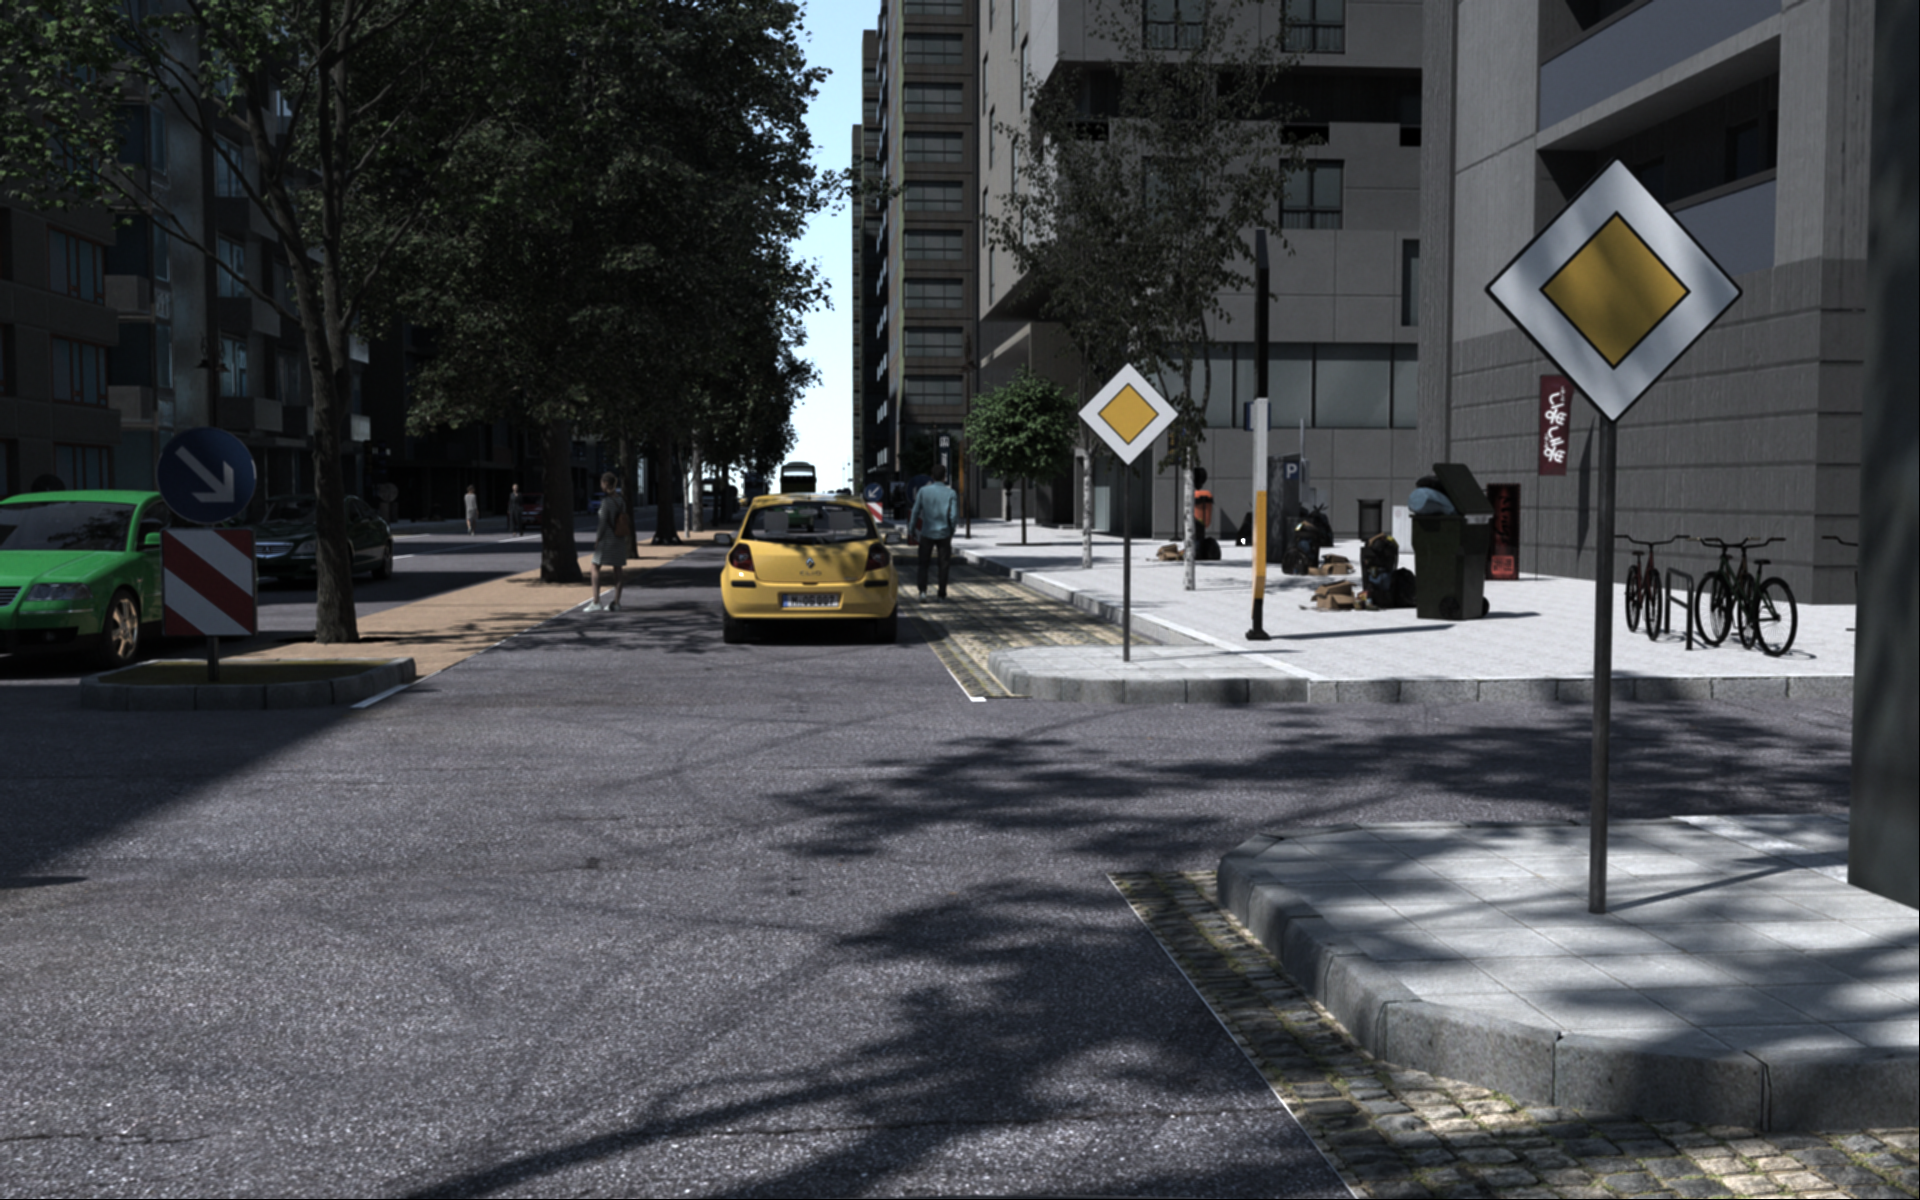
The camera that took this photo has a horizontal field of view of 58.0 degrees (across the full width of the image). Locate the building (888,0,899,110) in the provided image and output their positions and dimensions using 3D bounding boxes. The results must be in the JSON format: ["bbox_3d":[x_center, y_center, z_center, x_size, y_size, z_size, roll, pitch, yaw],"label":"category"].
[{"bbox_3d":[2.570,-28.262,112.200,14.600,45.320,14.200,0,4,-5],"label":"building"}]

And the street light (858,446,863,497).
[{"bbox_3d":[-9.438,-11.685,163.838,0.468,5.910,1.993,0,4,-5],"label":"street light"}]

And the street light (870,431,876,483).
[{"bbox_3d":[-6.317,-9.399,126.459,0.468,5.910,1.993,0,4,-5],"label":"street light"}]

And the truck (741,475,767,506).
[{"bbox_3d":[-25.344,-13.746,214.500,2.967,4.110,18.799,0,4,-6],"label":"truck"}]

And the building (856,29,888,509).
[{"bbox_3d":[-1.885,-28.963,157.134,14.154,41.232,14.086,0,4,-5],"label":"building"}]

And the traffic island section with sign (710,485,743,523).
[{"bbox_3d":[-11.544,-4.839,87.261,2.006,1.907,1.989,0,4,-5],"label":"traffic island section with sign"}]

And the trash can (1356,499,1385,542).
[{"bbox_3d":[10.991,-2.126,46.406,0.748,1.137,0.748,0,3,0],"label":"trash can"}]

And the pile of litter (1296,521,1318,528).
[{"bbox_3d":[5.847,-0.853,27.911,1.719,0.858,1.176,-3,5,-39],"label":"pile of litter"}]

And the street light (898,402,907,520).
[{"bbox_3d":[-2.893,-6.977,86.857,0.468,5.910,1.993,0,4,-5],"label":"street light"}]

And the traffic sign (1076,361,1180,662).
[{"bbox_3d":[1.272,-0.585,13.202,0.795,2.450,0.064,0,4,-5],"label":"traffic sign"}]

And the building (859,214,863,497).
[{"bbox_3d":[-3.500,-25.042,181.142,14.160,30.474,14.107,0,4,-5],"label":"building"}]

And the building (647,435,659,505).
[{"bbox_3d":[-43.045,-34.111,207.822,14.600,45.320,14.200,0,4,-5],"label":"building"}]

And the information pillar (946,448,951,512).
[{"bbox_3d":[-0.618,-5.026,73.534,0.504,3.616,0.183,1,4,22],"label":"information pillar"}]

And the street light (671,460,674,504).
[{"bbox_3d":[-34.766,-14.468,209.335,0.468,5.910,1.993,0,4,-5],"label":"street light"}]

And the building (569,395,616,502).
[{"bbox_3d":[-46.187,-27.781,146.103,32.217,40.220,23.993,0,4,-5],"label":"building"}]

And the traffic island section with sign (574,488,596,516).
[{"bbox_3d":[-24.403,-6.266,111.082,1.989,1.847,2.006,0,4,-5],"label":"traffic island section with sign"}]

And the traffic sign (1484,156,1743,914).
[{"bbox_3d":[1.950,-0.098,5.245,0.795,2.450,0.064,0,4,-5],"label":"traffic sign"}]

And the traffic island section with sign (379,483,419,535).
[{"bbox_3d":[-20.109,-3.186,60.726,1.989,1.847,2.006,0,4,-5],"label":"traffic island section with sign"}]

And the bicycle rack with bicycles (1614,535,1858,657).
[{"bbox_3d":[6.918,-0.080,14.685,2.852,0.926,2.925,1,4,18],"label":"bicycle rack with bicycles"}]

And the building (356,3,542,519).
[{"bbox_3d":[-36.415,-27.199,99.331,22.147,44.769,28.867,0,4,-5],"label":"building"}]

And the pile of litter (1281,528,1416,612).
[{"bbox_3d":[4.502,-0.342,19.553,1.719,0.858,1.176,-2,4,-26],"label":"pile of litter"}]

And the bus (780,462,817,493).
[{"bbox_3d":[-12.247,-8.537,131.129,2.896,3.916,12.252,0,4,-5],"label":"bus"}]

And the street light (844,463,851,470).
[{"bbox_3d":[-13.353,-14.406,208.326,0.468,5.910,1.993,0,4,-5],"label":"street light"}]

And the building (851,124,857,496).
[{"bbox_3d":[-5.161,-31.286,195.120,14.154,41.232,14.086,0,4,-5],"label":"building"}]

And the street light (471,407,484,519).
[{"bbox_3d":[-24.483,-7.049,88.041,0.468,5.910,1.993,0,4,-5],"label":"street light"}]

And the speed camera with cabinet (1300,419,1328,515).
[{"bbox_3d":[9.207,-3.176,46.262,0.660,3.252,2.038,2,4,32],"label":"speed camera with cabinet"}]

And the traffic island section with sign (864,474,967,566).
[{"bbox_3d":[-0.924,-1.638,35.413,1.989,1.847,2.006,0,4,-5],"label":"traffic island section with sign"}]

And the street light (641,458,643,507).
[{"bbox_3d":[-31.645,-12.174,171.829,0.468,5.910,1.993,0,4,-5],"label":"street light"}]

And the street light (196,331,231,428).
[{"bbox_3d":[-21.155,-4.674,49.203,0.468,5.910,1.993,0,4,-5],"label":"street light"}]

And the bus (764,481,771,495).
[{"bbox_3d":[-27.524,-14.924,238.863,2.948,3.499,13.247,0,4,-5],"label":"bus"}]

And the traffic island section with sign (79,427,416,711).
[{"bbox_3d":[-5.156,-0.260,12.393,2.006,1.907,1.989,0,4,-5],"label":"traffic island section with sign"}]

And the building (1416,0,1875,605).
[{"bbox_3d":[23.414,-29.473,23.883,28.212,58.520,21.231,0,4,-5],"label":"building"}]

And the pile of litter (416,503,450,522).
[{"bbox_3d":[-24.616,-4.089,80.819,1.719,0.858,1.176,3,4,38],"label":"pile of litter"}]

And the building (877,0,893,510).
[{"bbox_3d":[4.937,-31.533,135.165,23.786,49.044,30.456,0,4,-5],"label":"building"}]

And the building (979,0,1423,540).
[{"bbox_3d":[15.276,-28.876,61.355,28.713,52.752,27.495,0,4,-5],"label":"building"}]

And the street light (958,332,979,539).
[{"bbox_3d":[0.233,-4.691,49.478,0.468,5.910,1.993,0,4,-5],"label":"street light"}]

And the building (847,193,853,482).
[{"bbox_3d":[-3.190,-37.474,232.307,23.786,49.044,30.456,0,4,-5],"label":"building"}]

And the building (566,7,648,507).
[{"bbox_3d":[-44.291,-53.240,183.147,22.319,86.520,31.000,0,4,-5],"label":"building"}]

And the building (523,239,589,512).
[{"bbox_3d":[-37.832,-41.901,123.340,20.563,71.187,20.611,0,4,-5],"label":"building"}]

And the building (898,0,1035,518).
[{"bbox_3d":[3.474,-25.313,97.456,14.154,41.232,14.086,0,4,-5],"label":"building"}]

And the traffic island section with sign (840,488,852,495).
[{"bbox_3d":[-3.259,-3.317,62.854,1.989,1.847,2.006,0,4,-5],"label":"traffic island section with sign"}]

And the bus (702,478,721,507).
[{"bbox_3d":[-27.544,-12.070,192.211,2.948,3.499,13.247,0,4,-6],"label":"bus"}]

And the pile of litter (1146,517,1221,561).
[{"bbox_3d":[4.343,-1.198,33.558,1.719,0.858,1.176,-1,4,-18],"label":"pile of litter"}]

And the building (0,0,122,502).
[{"bbox_3d":[-33.703,-11.170,27.667,27.650,21.520,28.899,0,4,-5],"label":"building"}]

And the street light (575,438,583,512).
[{"bbox_3d":[-27.679,-9.358,125.785,0.468,5.910,1.993,0,4,-5],"label":"street light"}]

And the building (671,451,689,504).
[{"bbox_3d":[-44.739,-33.797,236.183,14.154,41.232,14.086,0,4,-5],"label":"building"}]

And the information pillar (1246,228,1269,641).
[{"bbox_3d":[2.626,-1.455,15.147,0.183,3.616,0.504,0,4,5],"label":"information pillar"}]

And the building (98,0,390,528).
[{"bbox_3d":[-36.605,-27.350,66.773,23.786,49.044,30.456,0,4,-5],"label":"building"}]

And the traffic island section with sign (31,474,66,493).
[{"bbox_3d":[-17.796,-1.517,33.428,1.989,1.847,2.006,0,4,-5],"label":"traffic island section with sign"}]
